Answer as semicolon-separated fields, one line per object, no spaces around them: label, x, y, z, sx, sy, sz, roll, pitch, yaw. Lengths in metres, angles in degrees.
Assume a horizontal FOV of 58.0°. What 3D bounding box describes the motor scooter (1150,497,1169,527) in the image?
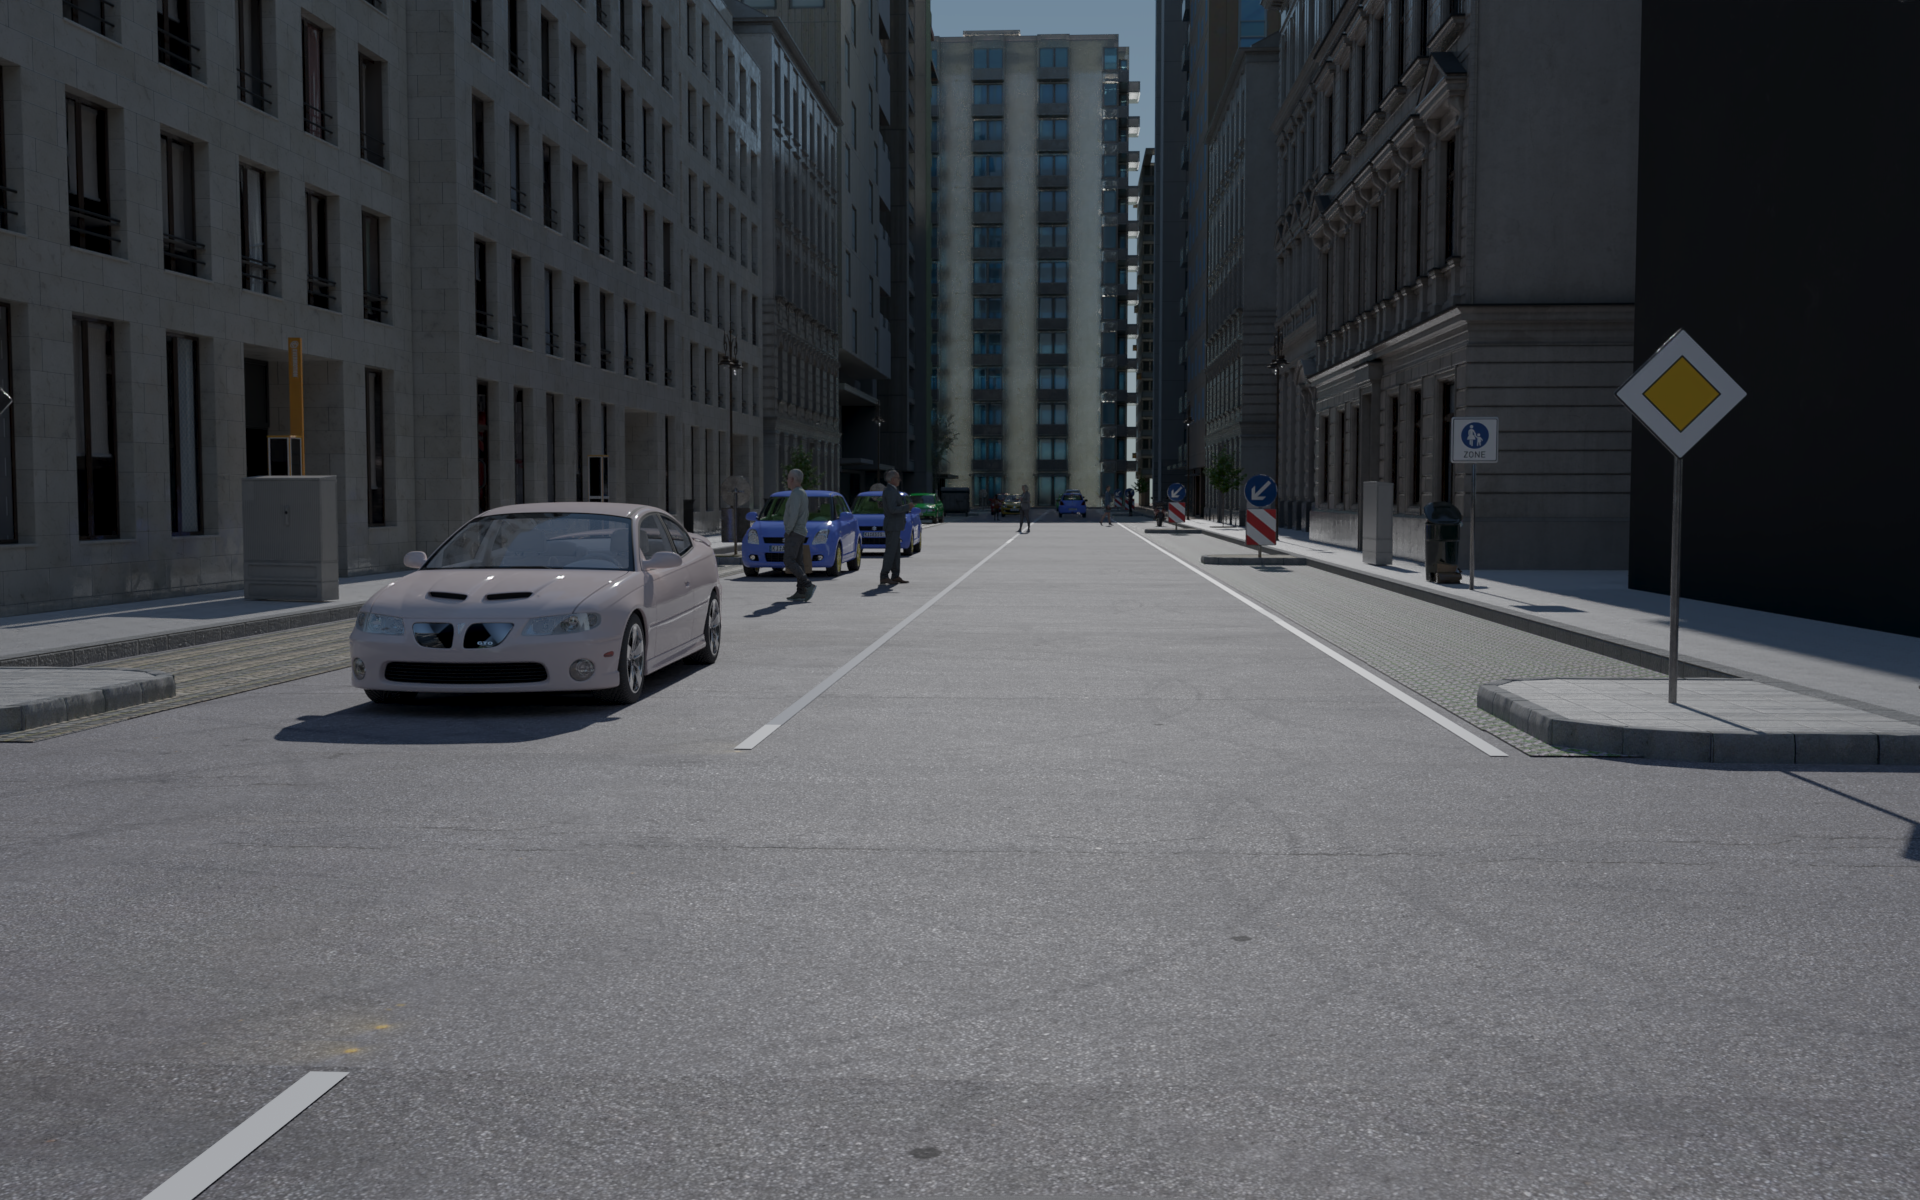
motor scooter;8.831;-3.904;76.608;0.815;1.314;1.986;0;4;4

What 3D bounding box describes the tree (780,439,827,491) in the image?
tree;-5.527;-4.085;61.390;1.663;3.219;1.824;0;3;0

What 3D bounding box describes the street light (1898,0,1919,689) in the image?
street light;6.401;-2.349;11.200;0.468;5.910;1.993;0;4;4

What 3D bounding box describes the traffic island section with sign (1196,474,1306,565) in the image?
traffic island section with sign;5.983;-1.648;35.570;1.989;1.847;2.006;0;4;4

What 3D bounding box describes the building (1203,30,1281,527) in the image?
building;16.226;-13.883;76.133;9.793;20.994;18.267;0;4;4

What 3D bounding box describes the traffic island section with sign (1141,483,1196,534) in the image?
traffic island section with sign;7.731;-3.328;63.048;1.989;1.847;2.006;0;4;4

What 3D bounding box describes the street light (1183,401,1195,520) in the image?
street light;11.220;-6.866;85.049;0.468;5.910;1.993;0;4;4

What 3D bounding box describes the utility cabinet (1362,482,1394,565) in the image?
utility cabinet;7.587;-1.390;31.409;0.318;1.500;1.173;0;4;2

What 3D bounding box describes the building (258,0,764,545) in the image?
building;-12.845;-12.206;54.312;10.420;20.320;16.860;0;4;4

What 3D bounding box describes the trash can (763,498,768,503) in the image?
trash can;-6.303;-2.872;58.611;0.748;1.137;0.748;0;3;0

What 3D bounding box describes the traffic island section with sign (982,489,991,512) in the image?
traffic island section with sign;1.927;-8.022;139.784;1.989;1.847;2.006;0;4;4

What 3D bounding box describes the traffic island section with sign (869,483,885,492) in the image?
traffic island section with sign;-2.949;-3.327;63.025;1.989;1.847;2.006;0;4;4

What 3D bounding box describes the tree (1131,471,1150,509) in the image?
tree;15.187;-9.267;146.124;1.663;3.219;1.824;0;3;0

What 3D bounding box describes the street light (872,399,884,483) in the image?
street light;-3.959;-6.814;84.201;0.468;5.910;1.993;0;4;4

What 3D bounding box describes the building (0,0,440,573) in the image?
building;-13.069;-11.175;37.464;10.420;20.320;16.860;0;4;4

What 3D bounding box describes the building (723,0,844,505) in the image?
building;-10.855;-13.658;72.452;9.793;20.994;18.267;0;4;4

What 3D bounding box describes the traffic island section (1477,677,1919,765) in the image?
traffic island section;4.397;0.711;10.649;2.009;0.180;2.903;0;4;4

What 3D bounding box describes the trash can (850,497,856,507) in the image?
trash can;-5.048;-4.507;85.339;0.748;1.137;0.748;0;3;0

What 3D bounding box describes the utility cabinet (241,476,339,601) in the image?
utility cabinet;-8.029;-0.738;20.737;1.173;1.500;0.318;1;4;21

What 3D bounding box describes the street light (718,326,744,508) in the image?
street light;-6.331;-4.597;47.948;0.468;5.910;1.993;0;4;4

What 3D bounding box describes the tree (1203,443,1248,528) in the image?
tree;10.168;-4.364;65.957;1.663;3.219;1.824;0;3;0

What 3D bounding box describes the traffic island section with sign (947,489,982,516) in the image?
traffic island section with sign;0.222;-6.376;112.883;1.989;1.847;2.006;0;4;4

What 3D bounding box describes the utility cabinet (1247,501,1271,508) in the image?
utility cabinet;8.646;-2.382;50.114;0.306;1.237;1.020;-1;4;-17

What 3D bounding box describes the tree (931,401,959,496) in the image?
tree;-2.066;-11.364;136.155;4.360;8.622;3.978;0;3;0

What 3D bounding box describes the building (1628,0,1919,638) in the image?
building;16.557;-11.405;16.142;15.834;23.373;12.332;0;4;4

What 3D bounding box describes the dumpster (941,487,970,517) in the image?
dumpster;-0.290;-6.131;108.453;1.865;1.857;1.264;0;4;4

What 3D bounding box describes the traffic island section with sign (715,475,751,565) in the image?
traffic island section with sign;-4.687;-1.667;35.883;1.989;1.847;2.006;0;4;4

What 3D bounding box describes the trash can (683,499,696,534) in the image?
trash can;-7.517;-2.156;46.910;0.748;1.137;0.748;0;3;0

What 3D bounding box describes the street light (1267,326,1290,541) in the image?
street light;8.748;-4.584;47.736;0.468;5.910;1.993;0;4;4

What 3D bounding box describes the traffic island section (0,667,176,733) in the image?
traffic island section;-6.572;0.669;11.349;2.009;0.180;2.903;0;4;4

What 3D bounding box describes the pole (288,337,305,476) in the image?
pole;-8.672;-1.764;22.681;0.158;3.312;0.155;0;3;0

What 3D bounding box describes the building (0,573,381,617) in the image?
building;-14.927;-10.151;20.720;10.420;20.320;16.860;0;4;4

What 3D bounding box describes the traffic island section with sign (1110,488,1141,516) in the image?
traffic island section with sign;10.868;-6.340;112.284;1.989;1.847;2.006;0;4;4
